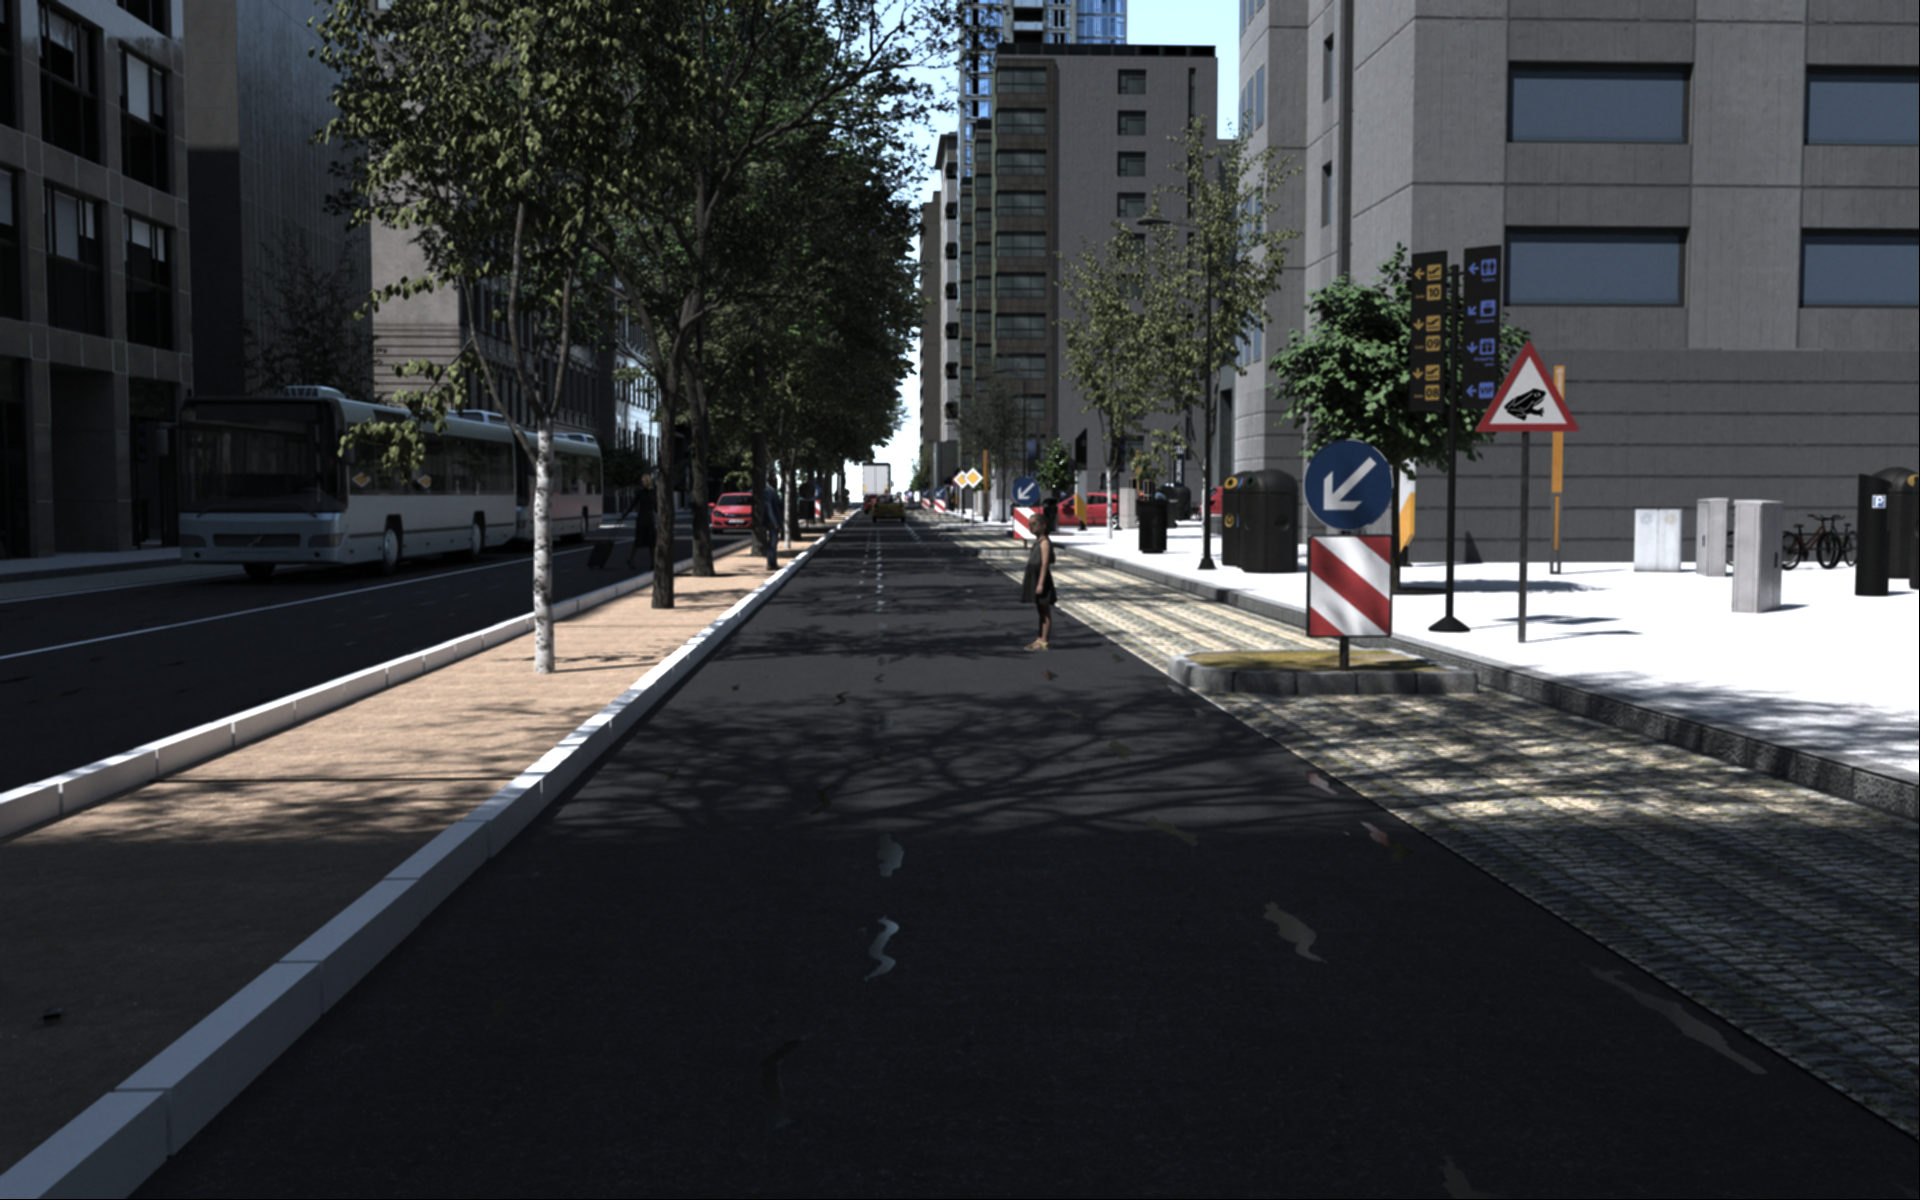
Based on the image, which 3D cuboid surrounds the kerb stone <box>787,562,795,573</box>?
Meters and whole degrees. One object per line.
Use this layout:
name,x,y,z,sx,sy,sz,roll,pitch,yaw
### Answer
kerb stone,-3.066,-0.531,30.874,0.120,0.150,1.000,0,4,-3

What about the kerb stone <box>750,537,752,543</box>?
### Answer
kerb stone,-6.044,-1.652,49.204,0.120,0.150,1.000,0,4,-3

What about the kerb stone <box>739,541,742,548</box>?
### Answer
kerb stone,-5.847,-1.399,45.120,0.120,0.150,1.000,0,4,-3

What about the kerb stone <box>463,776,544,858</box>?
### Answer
kerb stone,-1.926,0.910,7.311,0.120,0.150,1.000,0,4,-3

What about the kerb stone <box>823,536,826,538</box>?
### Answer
kerb stone,-3.950,-1.655,49.309,0.120,0.150,1.000,0,4,-3

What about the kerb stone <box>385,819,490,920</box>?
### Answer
kerb stone,-1.890,0.973,6.289,0.120,0.150,1.000,0,4,-3

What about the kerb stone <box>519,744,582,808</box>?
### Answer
kerb stone,-1.978,0.853,8.343,0.120,0.150,1.000,0,4,-3

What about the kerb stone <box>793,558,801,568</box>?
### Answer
kerb stone,-3.162,-0.651,32.917,0.120,0.150,1.000,0,4,-3

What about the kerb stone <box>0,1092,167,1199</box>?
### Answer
kerb stone,-1.742,1.161,3.220,0.120,0.150,1.000,0,4,-3

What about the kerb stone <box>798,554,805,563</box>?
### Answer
kerb stone,-3.256,-0.779,34.966,0.120,0.150,1.000,0,4,-3

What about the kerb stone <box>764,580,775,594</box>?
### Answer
kerb stone,-2.761,-0.154,24.719,0.120,0.150,1.000,0,4,-3

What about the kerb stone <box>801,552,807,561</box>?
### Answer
kerb stone,-3.307,-0.844,35.991,0.120,0.150,1.000,0,4,-3

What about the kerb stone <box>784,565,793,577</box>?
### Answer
kerb stone,-3.008,-0.464,29.854,0.120,0.150,1.000,0,4,-3

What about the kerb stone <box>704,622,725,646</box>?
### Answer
kerb stone,-2.374,0.347,16.517,0.120,0.150,1.000,0,4,-3

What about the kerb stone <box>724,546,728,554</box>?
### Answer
kerb stone,-5.654,-1.150,41.006,0.120,0.150,1.000,0,4,-3

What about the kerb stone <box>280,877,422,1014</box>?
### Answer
kerb stone,-1.836,1.036,5.263,0.120,0.150,1.000,0,4,-3

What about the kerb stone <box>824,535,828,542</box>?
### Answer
kerb stone,-3.998,-1.721,50.330,0.120,0.150,1.000,0,4,-3

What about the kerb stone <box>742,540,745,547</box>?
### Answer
kerb stone,-5.896,-1.465,46.141,0.120,0.150,1.000,0,4,-3

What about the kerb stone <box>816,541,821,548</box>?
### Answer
kerb stone,-3.698,-1.344,44.197,0.120,0.150,1.000,0,4,-3

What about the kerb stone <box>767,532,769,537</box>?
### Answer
kerb stone,-6.578,-2.341,60.478,0.120,0.150,1.000,0,4,-3

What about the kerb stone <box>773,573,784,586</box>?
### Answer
kerb stone,-2.855,-0.280,26.773,0.120,0.150,1.000,0,4,-3

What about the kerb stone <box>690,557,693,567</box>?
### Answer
kerb stone,-5.306,-0.711,33.823,0.120,0.150,1.000,0,4,-3

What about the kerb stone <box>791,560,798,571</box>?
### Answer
kerb stone,-3.113,-0.593,31.896,0.120,0.150,1.000,0,4,-3

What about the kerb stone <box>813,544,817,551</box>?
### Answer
kerb stone,-3.608,-1.217,42.138,0.120,0.150,1.000,0,4,-3

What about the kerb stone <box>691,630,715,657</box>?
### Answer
kerb stone,-2.324,0.410,15.493,0.120,0.150,1.000,0,4,-3

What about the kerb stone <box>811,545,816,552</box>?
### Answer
kerb stone,-3.550,-1.157,41.117,0.120,0.150,1.000,0,4,-3

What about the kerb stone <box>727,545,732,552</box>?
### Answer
kerb stone,-5.701,-1.202,42.037,0.120,0.150,1.000,0,4,-3

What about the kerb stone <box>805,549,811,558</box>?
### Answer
kerb stone,-3.401,-0.965,38.042,0.120,0.150,1.000,0,4,-3

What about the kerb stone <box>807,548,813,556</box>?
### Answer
kerb stone,-3.452,-1.028,39.063,0.120,0.150,1.000,0,4,-3

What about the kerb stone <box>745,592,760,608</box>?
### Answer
kerb stone,-2.623,0.034,21.644,0.120,0.150,1.000,0,4,-3

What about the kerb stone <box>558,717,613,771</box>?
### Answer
kerb stone,-2.031,0.786,9.367,0.120,0.150,1.000,0,4,-3

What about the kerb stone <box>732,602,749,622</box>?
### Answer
kerb stone,-2.516,0.159,19.600,0.120,0.150,1.000,0,4,-3

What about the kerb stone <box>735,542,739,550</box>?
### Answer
kerb stone,-5.800,-1.336,44.086,0.120,0.150,1.000,0,4,-3

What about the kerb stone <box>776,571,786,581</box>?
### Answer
kerb stone,-2.914,-0.335,27.797,0.120,0.150,1.000,0,4,-3

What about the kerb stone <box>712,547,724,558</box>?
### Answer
kerb stone,-5.601,-1.084,39.980,0.120,0.150,1.000,0,4,-3

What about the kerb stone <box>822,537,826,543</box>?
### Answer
kerb stone,-3.890,-1.590,48.289,0.120,0.150,1.000,0,4,-3

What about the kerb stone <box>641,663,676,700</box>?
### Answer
kerb stone,-2.179,0.597,12.430,0.120,0.150,1.000,0,4,-3

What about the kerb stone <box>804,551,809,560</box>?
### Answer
kerb stone,-3.360,-0.907,37.020,0.120,0.150,1.000,0,4,-3

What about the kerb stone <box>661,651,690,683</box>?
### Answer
kerb stone,-2.228,0.535,13.451,0.120,0.150,1.000,0,4,-3

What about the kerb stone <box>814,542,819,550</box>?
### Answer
kerb stone,-3.650,-1.283,43.167,0.120,0.150,1.000,0,4,-3

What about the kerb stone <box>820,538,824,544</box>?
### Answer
kerb stone,-3.855,-1.531,47.267,0.120,0.150,1.000,0,4,-3

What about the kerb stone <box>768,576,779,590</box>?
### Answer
kerb stone,-2.814,-0.217,25.748,0.120,0.150,1.000,0,4,-3

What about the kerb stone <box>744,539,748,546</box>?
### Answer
kerb stone,-5.943,-1.527,47.162,0.120,0.150,1.000,0,4,-3

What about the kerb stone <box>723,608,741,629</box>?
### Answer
kerb stone,-2.476,0.225,18.572,0.120,0.150,1.000,0,4,-3

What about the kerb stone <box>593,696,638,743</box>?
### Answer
kerb stone,-2.077,0.725,10.388,0.120,0.150,1.000,0,4,-3

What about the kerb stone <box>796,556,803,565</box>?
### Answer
kerb stone,-3.206,-0.718,33.940,0.120,0.150,1.000,0,4,-3

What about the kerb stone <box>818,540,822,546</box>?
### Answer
kerb stone,-3.744,-1.408,45.221,0.120,0.150,1.000,0,4,-3

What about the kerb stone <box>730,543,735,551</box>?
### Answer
kerb stone,-5.750,-1.276,43.065,0.120,0.150,1.000,0,4,-3

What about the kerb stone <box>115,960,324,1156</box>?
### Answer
kerb stone,-1.788,1.098,4.242,0.120,0.150,1.000,0,4,-3

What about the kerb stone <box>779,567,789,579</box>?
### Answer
kerb stone,-2.969,-0.406,28.832,0.120,0.150,1.000,0,4,-3

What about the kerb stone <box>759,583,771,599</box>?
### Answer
kerb stone,-2.710,-0.091,23.691,0.120,0.150,1.000,0,4,-3

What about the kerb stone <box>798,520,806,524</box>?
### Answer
kerb stone,-7.783,-3.878,85.604,0.120,0.150,1.000,0,4,-3

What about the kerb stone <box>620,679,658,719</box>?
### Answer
kerb stone,-2.128,0.665,11.409,0.120,0.150,1.000,0,4,-3

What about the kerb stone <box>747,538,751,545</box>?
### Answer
kerb stone,-5.989,-1.585,48.184,0.120,0.150,1.000,0,4,-3

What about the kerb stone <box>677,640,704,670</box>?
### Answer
kerb stone,-2.275,0.472,14.472,0.120,0.150,1.000,0,4,-3

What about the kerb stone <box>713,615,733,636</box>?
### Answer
kerb stone,-2.426,0.285,17.541,0.120,0.150,1.000,0,4,-3

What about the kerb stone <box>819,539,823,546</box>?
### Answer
kerb stone,-3.800,-1.471,46.246,0.120,0.150,1.000,0,4,-3

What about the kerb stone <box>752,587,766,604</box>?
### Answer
kerb stone,-2.668,-0.029,22.667,0.120,0.150,1.000,0,4,-3

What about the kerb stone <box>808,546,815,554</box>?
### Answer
kerb stone,-3.500,-1.094,40.090,0.120,0.150,1.000,0,4,-3

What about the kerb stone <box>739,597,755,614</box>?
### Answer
kerb stone,-2.572,0.096,20.621,0.120,0.150,1.000,0,4,-3
